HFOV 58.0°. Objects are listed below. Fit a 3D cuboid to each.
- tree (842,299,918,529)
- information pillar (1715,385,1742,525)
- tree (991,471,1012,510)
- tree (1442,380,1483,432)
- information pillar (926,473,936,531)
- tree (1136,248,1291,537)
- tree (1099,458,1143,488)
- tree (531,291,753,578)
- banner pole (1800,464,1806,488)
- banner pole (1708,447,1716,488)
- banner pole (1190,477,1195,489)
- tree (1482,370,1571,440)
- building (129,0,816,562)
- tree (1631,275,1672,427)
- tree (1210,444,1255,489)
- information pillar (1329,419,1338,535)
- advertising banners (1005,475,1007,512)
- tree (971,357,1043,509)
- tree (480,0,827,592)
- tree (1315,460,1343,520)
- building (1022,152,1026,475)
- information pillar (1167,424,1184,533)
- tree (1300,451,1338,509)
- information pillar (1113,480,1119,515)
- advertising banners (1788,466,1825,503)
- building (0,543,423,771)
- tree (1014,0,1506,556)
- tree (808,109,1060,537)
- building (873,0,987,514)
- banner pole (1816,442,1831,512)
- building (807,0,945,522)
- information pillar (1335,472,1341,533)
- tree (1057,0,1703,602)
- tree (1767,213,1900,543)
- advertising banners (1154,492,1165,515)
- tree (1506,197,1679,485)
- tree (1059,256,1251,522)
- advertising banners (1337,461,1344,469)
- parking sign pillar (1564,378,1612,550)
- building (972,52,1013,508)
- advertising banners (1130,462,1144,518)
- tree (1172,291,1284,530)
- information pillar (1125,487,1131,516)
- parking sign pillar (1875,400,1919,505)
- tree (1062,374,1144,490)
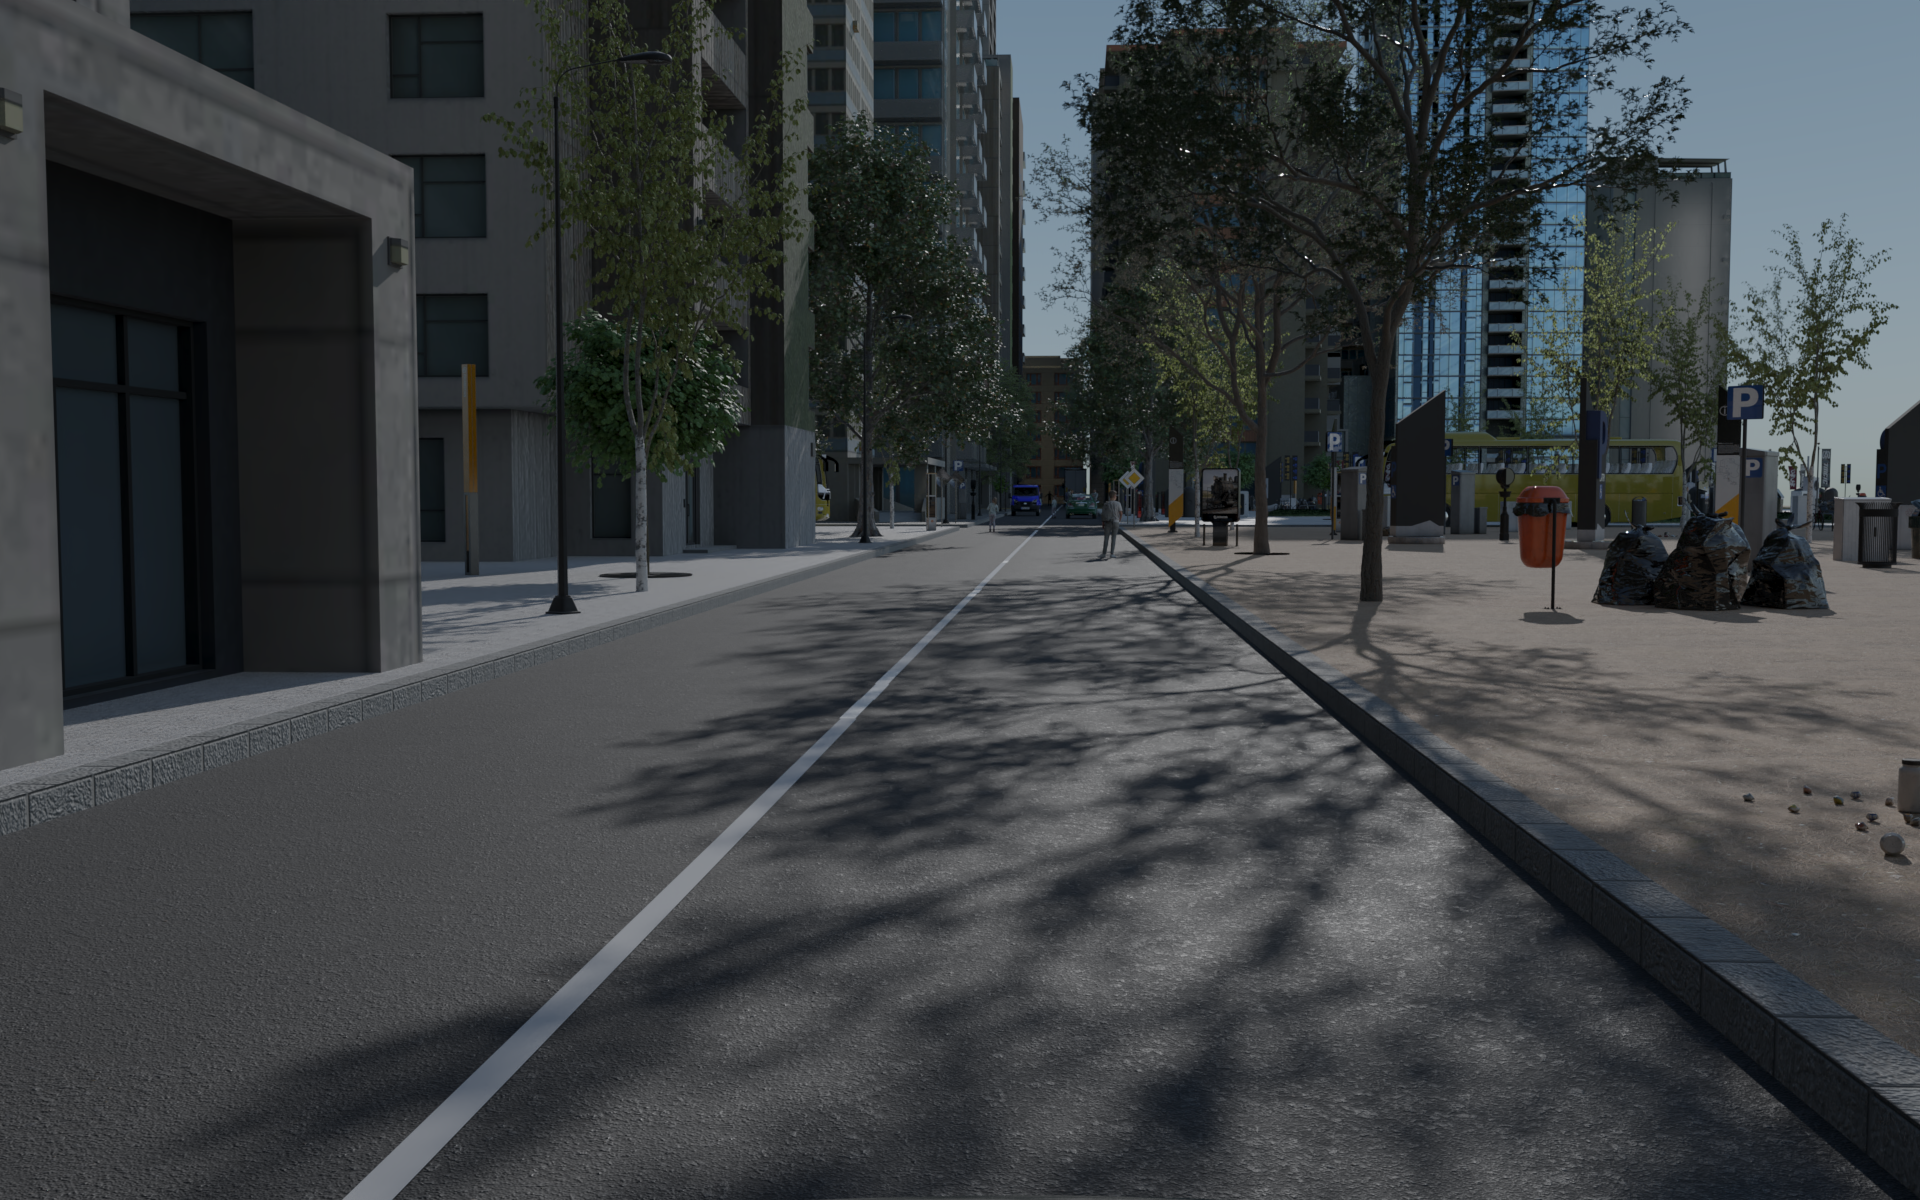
[{"bbox_3d":[-2.735,-6.947,63.940,4.737,8.622,4.395,0,3,0],"label":"tree"},{"bbox_3d":[16.411,-2.793,37.028,0.504,3.616,0.183,2,4,26],"label":"information pillar"},{"bbox_3d":[3.354,-8.807,138.598,1.663,3.219,1.824,0,3,0],"label":"tree"},{"bbox_3d":[32.359,-9.925,112.633,4.737,8.622,4.395,0,3,0],"label":"tree"},{"bbox_3d":[-1.009,-3.435,60.649,0.304,2.012,0.304,-1,4,-16],"label":"information pillar"},{"bbox_3d":[7.278,-6.172,51.270,4.360,8.622,3.978,0,3,0],"label":"tree"},{"bbox_3d":[10.982,-7.991,114.373,4.285,4.588,4.351,0,3,0],"label":"tree"},{"bbox_3d":[-4.947,-2.650,27.042,4.285,4.588,4.351,0,3,0],"label":"tree"},{"bbox_3d":[61.629,-8.341,126.388,0.863,3.779,0.401,-1,4,-12],"label":"banner pole"},{"bbox_3d":[35.715,-5.618,81.863,0.863,3.779,0.401,-1,4,-22],"label":"banner pole"},{"bbox_3d":[19.287,-9.411,143.883,0.401,3.779,0.863,-2,4,-34],"label":"banner pole"},{"bbox_3d":[33.444,-9.176,100.389,4.737,8.622,4.395,0,3,0],"label":"tree"},{"bbox_3d":[-11.230,-16.288,38.008,14.160,30.474,14.107,0,4,4],"label":"building"},{"bbox_3d":[24.798,-6.616,58.531,4.737,8.622,4.395,0,3,0],"label":"tree"},{"bbox_3d":[17.830,-7.871,112.406,4.285,4.588,4.351,0,3,0],"label":"tree"},{"bbox_3d":[11.645,-3.829,53.964,0.183,3.616,0.504,0,4,1],"label":"information pillar"},{"bbox_3d":[3.330,-7.965,126.409,0.090,3.025,2.074,0,3,0],"label":"advertising banners"},{"bbox_3d":[3.469,-13.810,143.917,7.486,12.596,7.792,0,3,0],"label":"tree"},{"bbox_3d":[-3.965,-4.421,22.652,4.737,8.622,4.395,0,3,0],"label":"tree"},{"bbox_3d":[18.666,-5.588,85.959,1.663,3.219,1.824,0,3,0],"label":"tree"},{"bbox_3d":[-7.276,-36.325,213.526,30.456,49.044,23.786,0,4,4],"label":"building"},{"bbox_3d":[7.183,-4.058,57.696,0.504,3.616,0.183,1,4,11],"label":"information pillar"},{"bbox_3d":[26.799,-8.783,127.315,4.285,4.588,4.351,0,3,0],"label":"tree"},{"bbox_3d":[8.119,-5.225,89.916,0.304,2.012,0.304,0,4,8],"label":"information pillar"},{"bbox_3d":[51.932,-6.737,106.341,2.074,3.025,0.090,2,4,34],"label":"advertising banners"},{"bbox_3d":[-14.577,-34.798,7.207,20.563,71.187,20.611,0,4,4],"label":"building"},{"bbox_3d":[6.233,-7.696,36.193,12.009,13.543,11.850,0,3,0],"label":"tree"},{"bbox_3d":[-2.710,-8.251,51.919,9.611,12.733,9.660,0,3,0],"label":"tree"},{"bbox_3d":[-9.642,-30.664,120.971,23.786,49.044,30.456,0,4,4],"label":"building"},{"bbox_3d":[41.698,-5.733,83.757,0.863,3.779,0.401,0,4,-2],"label":"banner pole"},{"bbox_3d":[-17.215,-24.136,86.501,32.217,40.220,23.993,0,4,4],"label":"building"},{"bbox_3d":[12.699,-3.258,57.756,0.304,2.012,0.304,1,4,18],"label":"information pillar"},{"bbox_3d":[4.717,-5.247,20.196,8.767,10.594,7.601,2,4,35],"label":"tree"},{"bbox_3d":[22.117,-5.812,45.387,4.737,8.622,4.395,0,3,0],"label":"tree"},{"bbox_3d":[12.559,-6.769,106.868,0.090,3.025,2.074,-2,4,-30],"label":"advertising banners"},{"bbox_3d":[16.144,-5.716,43.822,4.360,8.622,3.978,0,3,0],"label":"tree"},{"bbox_3d":[8.791,-10.003,80.550,9.611,12.733,9.660,0,3,0],"label":"tree"},{"bbox_3d":[20.377,-5.713,89.588,2.074,3.025,0.090,1,4,8],"label":"advertising banners"},{"bbox_3d":[14.847,-3.192,40.655,1.447,3.967,1.447,2,4,29],"label":"parking sign pillar"},{"bbox_3d":[-2.508,-28.947,156.876,14.154,41.232,14.086,0,4,4],"label":"building"},{"bbox_3d":[9.526,-5.851,91.844,0.090,3.025,2.074,3,4,36],"label":"advertising banners"},{"bbox_3d":[9.703,-6.824,61.938,4.737,8.622,4.395,0,3,0],"label":"tree"},{"bbox_3d":[9.818,-5.912,101.146,0.304,2.012,0.304,-1,4,-11],"label":"information pillar"},{"bbox_3d":[26.216,-3.659,48.303,1.447,3.967,1.447,-1,4,-18],"label":"parking sign pillar"},{"bbox_3d":[12.111,-13.028,138.767,9.928,11.665,9.643,0,3,0],"label":"tree"}]
